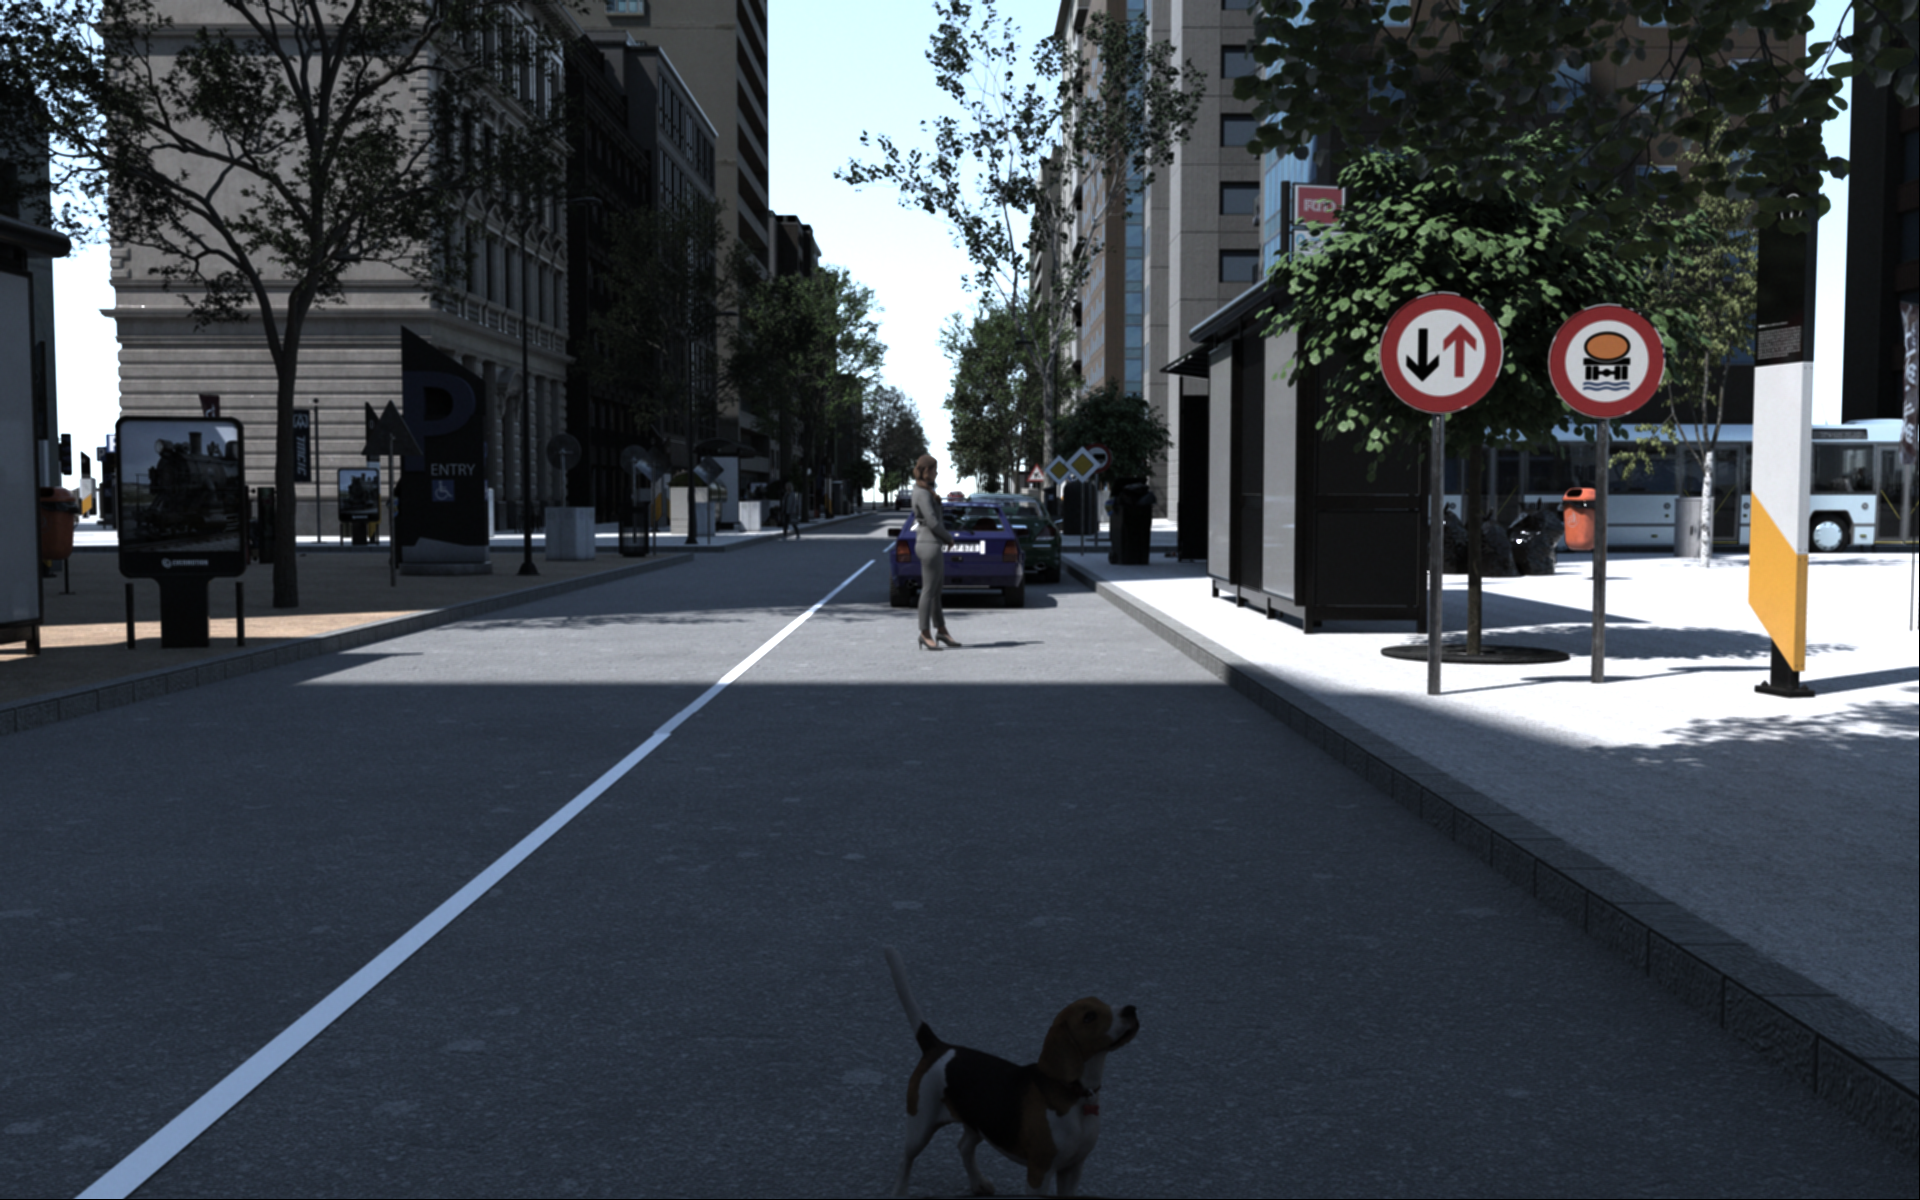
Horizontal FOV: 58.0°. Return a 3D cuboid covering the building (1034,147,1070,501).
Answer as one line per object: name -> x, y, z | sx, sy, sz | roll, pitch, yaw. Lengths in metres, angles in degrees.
building -> 21.307, -37.561, 237.826 | 21.300, 48.544, 21.600 | 0, 4, 0

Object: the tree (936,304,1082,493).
tree -> 2.832, -11.480, 104.708 | 9.611, 12.733, 9.660 | 0, 3, 0

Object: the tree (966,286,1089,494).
tree -> 2.765, -9.920, 87.944 | 9.928, 11.665, 9.643 | 0, 3, 0

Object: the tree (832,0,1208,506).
tree -> 2.042, -12.781, 64.866 | 12.611, 20.169, 13.585 | 0, 3, 0

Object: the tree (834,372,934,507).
tree -> -7.667, -16.178, 174.885 | 12.009, 13.543, 11.850 | 0, 3, 0

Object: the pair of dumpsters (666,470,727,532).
pair of dumpsters -> -8.826, -3.398, 58.047 | 1.574, 2.255, 4.437 | 0, 4, 0

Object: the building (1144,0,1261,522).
building -> 20.322, -33.553, 90.590 | 21.231, 58.520, 28.212 | 0, 4, 0

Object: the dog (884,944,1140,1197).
dog -> 0.083, 0.974, 3.364 | 0.540, 0.507, 0.406 | 1, 4, 8

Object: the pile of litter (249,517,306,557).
pile of litter -> -14.276, -1.320, 35.542 | 1.719, 0.858, 1.176 | -1, 4, -23

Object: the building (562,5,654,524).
building -> -21.675, -15.296, 79.765 | 12.332, 23.373, 15.834 | 0, 4, 0

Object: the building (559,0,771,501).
building -> -26.014, -30.920, 129.241 | 21.300, 48.544, 21.600 | 0, 4, 0

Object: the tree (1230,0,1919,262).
tree -> 4.008, -5.313, 4.992 | 7.486, 12.596, 7.792 | 0, 3, 0

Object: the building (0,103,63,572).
building -> -30.398, -42.955, 14.993 | 31.000, 86.520, 22.319 | 0, 4, 0

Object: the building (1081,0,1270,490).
building -> 18.072, -30.644, 151.132 | 14.600, 45.320, 14.200 | 0, 4, 0

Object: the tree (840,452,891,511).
tree -> -7.682, -9.240, 134.782 | 4.285, 4.588, 4.351 | 0, 3, 0

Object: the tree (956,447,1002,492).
tree -> 3.047, -17.429, 219.369 | 7.601, 10.594, 8.767 | 3, 4, 39

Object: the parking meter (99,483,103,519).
parking meter -> -44.284, -5.128, 89.550 | 0.255, 1.863, 0.399 | 0, 4, 2

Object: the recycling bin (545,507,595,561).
recycling bin -> -7.549, -1.284, 33.550 | 0.722, 1.027, 0.722 | 1, 4, 18

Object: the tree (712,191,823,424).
tree -> -7.755, -7.128, 50.960 | 8.767, 10.594, 7.601 | 1, 4, 15

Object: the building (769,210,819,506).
building -> -22.466, -24.846, 177.931 | 14.160, 30.474, 14.107 | 0, 4, 0

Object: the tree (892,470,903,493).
tree -> -8.651, -14.184, 215.616 | 4.285, 4.588, 4.351 | 0, 3, 0

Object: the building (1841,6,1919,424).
building -> 47.689, -24.929, 62.216 | 28.867, 44.769, 22.147 | 0, 4, 0

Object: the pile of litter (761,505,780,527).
pile of litter -> -7.554, -3.362, 68.937 | 1.176, 0.858, 1.719 | -2, 4, -23

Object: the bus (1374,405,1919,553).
bus -> 16.261, -2.710, 39.174 | 13.247, 3.499, 2.948 | 0, 4, -2

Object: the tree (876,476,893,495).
tree -> -7.398, -10.490, 166.119 | 1.663, 3.219, 1.824 | 0, 3, 0

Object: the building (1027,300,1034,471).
building -> 16.901, -29.647, 256.434 | 14.160, 30.474, 14.107 | 0, 4, 0

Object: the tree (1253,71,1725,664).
tree -> 4.042, -1.833, 13.681 | 4.285, 4.588, 4.351 | 0, 3, 0

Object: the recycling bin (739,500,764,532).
recycling bin -> -7.122, -2.829, 58.816 | 0.722, 1.027, 0.722 | 0, 4, -5

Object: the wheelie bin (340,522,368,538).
wheelie bin -> -17.883, -2.640, 51.077 | 0.980, 1.594, 0.693 | 0, 4, 3

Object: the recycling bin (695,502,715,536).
recycling bin -> -7.850, -2.470, 52.931 | 0.722, 1.027, 0.722 | -1, 4, -9

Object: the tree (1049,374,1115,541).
tree -> 4.227, -3.906, 47.570 | 4.285, 4.588, 4.351 | 0, 3, 0

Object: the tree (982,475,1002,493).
tree -> 3.739, -12.967, 206.603 | 1.663, 3.219, 1.824 | 0, 3, 0

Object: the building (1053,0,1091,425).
building -> 24.288, -35.693, 172.823 | 28.713, 52.752, 27.495 | 0, 4, 0

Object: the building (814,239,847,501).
building -> -31.972, -33.289, 236.158 | 32.217, 40.220, 23.993 | 0, 4, 0

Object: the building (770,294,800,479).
building -> -29.565, -19.049, 156.483 | 27.650, 21.520, 28.899 | 0, 4, 0

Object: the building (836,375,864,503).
building -> -29.282, -25.575, 263.185 | 27.650, 21.520, 28.899 | 0, 4, 0

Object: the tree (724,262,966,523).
tree -> -6.742, -9.231, 76.687 | 9.928, 11.665, 9.643 | 0, 3, 0

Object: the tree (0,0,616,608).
tree -> -7.671, -5.172, 18.981 | 8.767, 10.594, 7.601 | 0, 4, -1

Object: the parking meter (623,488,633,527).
parking meter -> -12.924, -3.609, 67.411 | 0.372, 1.533, 0.369 | 0, 3, 0

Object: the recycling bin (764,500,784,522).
recycling bin -> -7.755, -3.610, 71.578 | 0.722, 1.027, 0.722 | -3, 5, -39

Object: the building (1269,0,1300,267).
building -> 17.789, -29.777, 136.958 | 14.600, 45.320, 14.200 | 0, 4, 0

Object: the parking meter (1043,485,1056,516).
parking meter -> 2.640, -2.614, 51.142 | 0.372, 1.533, 0.369 | 0, 3, 0

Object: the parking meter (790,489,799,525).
parking meter -> -6.973, -3.935, 72.754 | 0.372, 1.533, 0.369 | 0, 3, 0

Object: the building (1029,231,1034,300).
building -> 17.627, -35.902, 270.591 | 14.154, 41.232, 14.086 | 0, 4, 0

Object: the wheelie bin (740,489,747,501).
wheelie bin -> -13.260, -5.917, 104.648 | 0.980, 1.594, 0.693 | 1, 4, 15

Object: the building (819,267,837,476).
building -> -22.943, -27.264, 217.470 | 14.160, 30.474, 14.107 | 0, 4, 0

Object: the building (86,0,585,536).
building -> -20.838, -14.217, 61.325 | 11.050, 23.489, 19.941 | 0, 4, 0

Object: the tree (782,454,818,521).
tree -> -7.904, -5.414, 83.118 | 1.663, 3.219, 1.824 | 0, 3, 0

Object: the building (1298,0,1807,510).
building -> 18.168, -24.955, 58.129 | 14.200, 45.320, 14.600 | 0, 4, 0

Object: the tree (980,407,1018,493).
tree -> 2.982, -11.300, 135.114 | 4.360, 8.622, 3.978 | 0, 3, 0

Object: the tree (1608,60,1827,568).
tree -> 12.876, -4.873, 30.034 | 4.737, 8.622, 4.395 | 0, 3, 0

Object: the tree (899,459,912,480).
tree -> -8.389, -21.073, 278.961 | 7.601, 10.594, 8.767 | -2, 4, -35

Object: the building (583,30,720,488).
building -> -22.470, -18.716, 99.514 | 14.314, 27.812, 24.014 | 0, 4, 0
